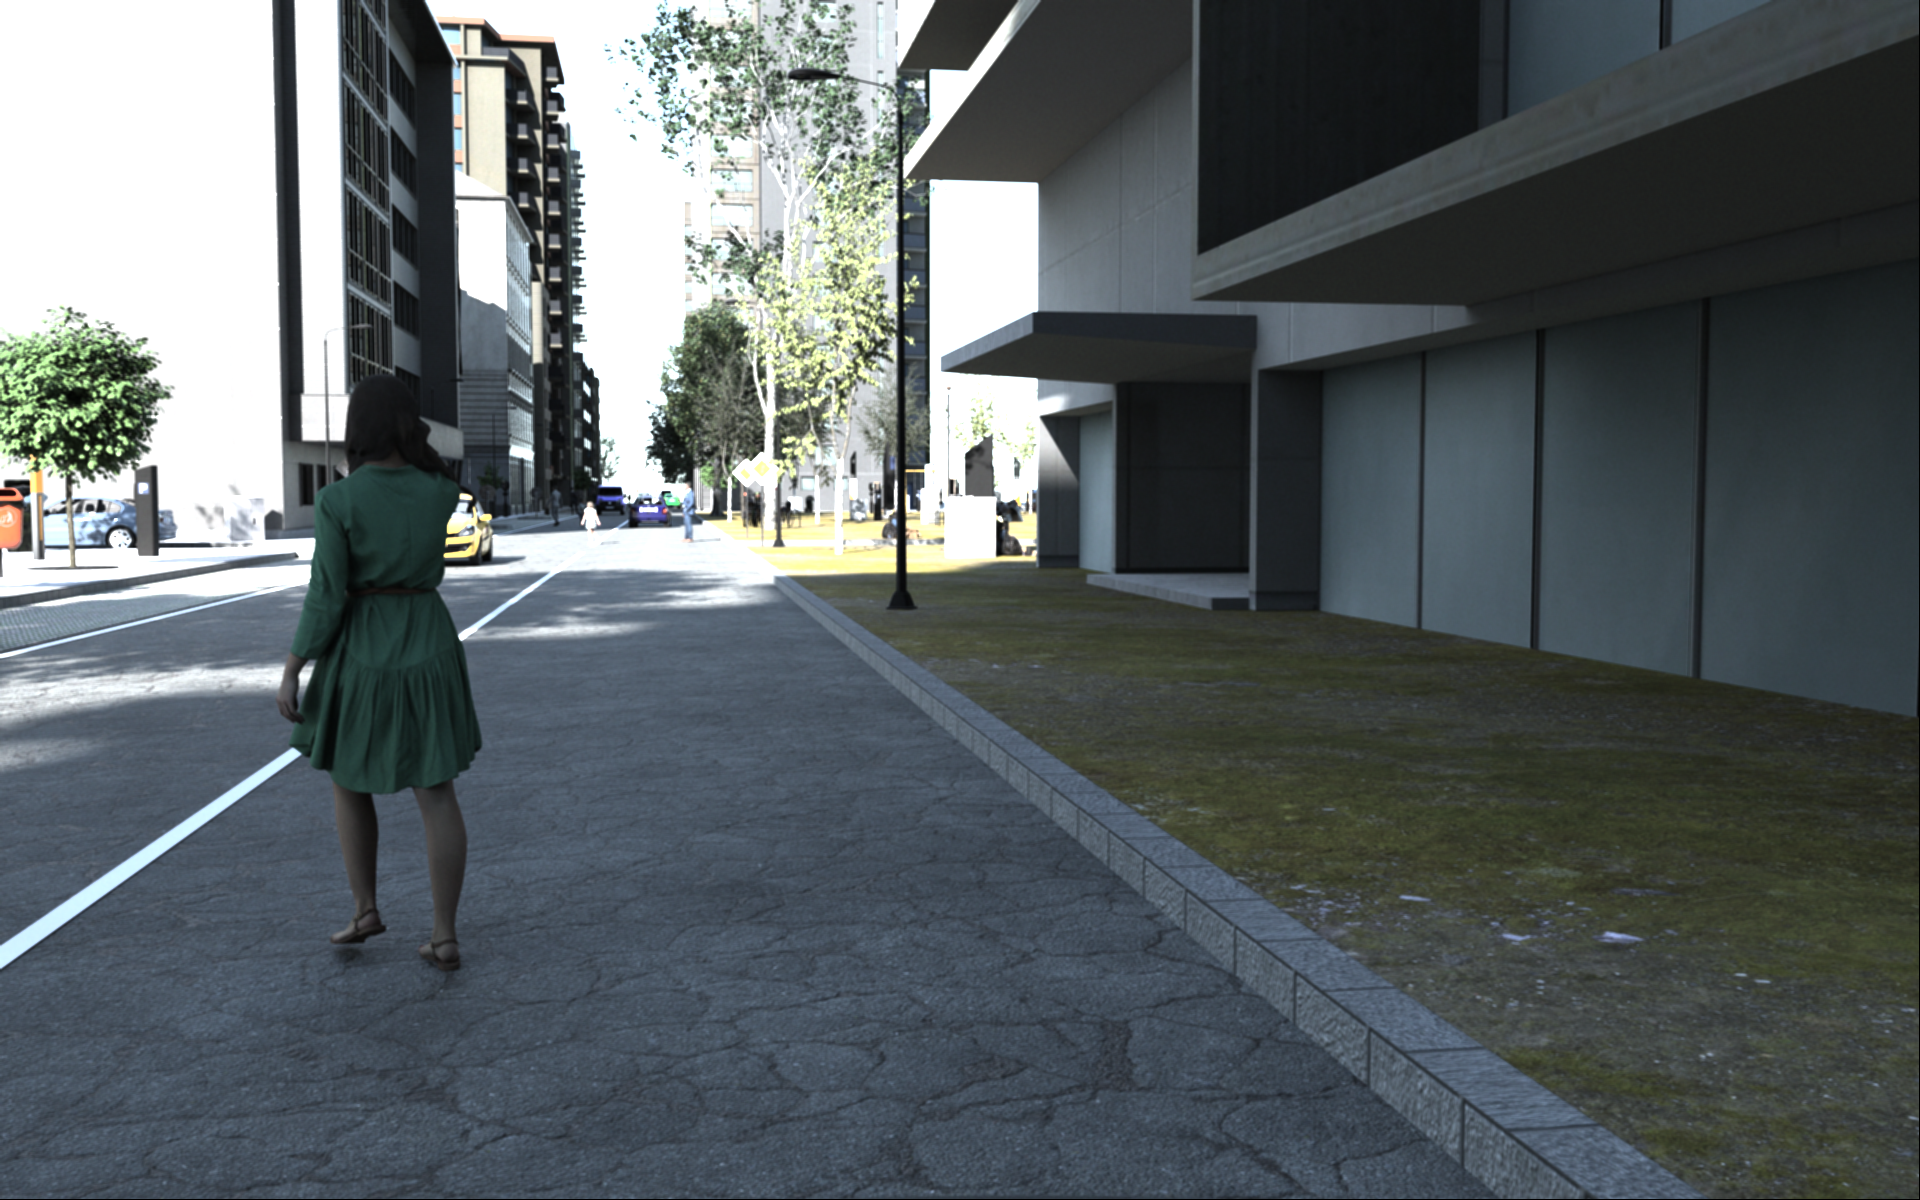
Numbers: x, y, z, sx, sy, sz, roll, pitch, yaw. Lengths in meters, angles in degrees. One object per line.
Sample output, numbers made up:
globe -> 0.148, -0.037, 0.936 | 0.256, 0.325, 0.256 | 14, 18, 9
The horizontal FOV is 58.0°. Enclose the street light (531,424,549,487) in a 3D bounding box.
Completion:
street light -> -28.124, -8.674, 114.360 | 1.470, 5.913, 1.316 | -1, 4, -10

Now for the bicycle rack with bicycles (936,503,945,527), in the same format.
bicycle rack with bicycles -> 0.113, -3.392, 68.845 | 2.852, 0.926, 2.925 | 0, 4, -3

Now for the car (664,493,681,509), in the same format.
car -> -28.099, -9.770, 168.539 | 1.959, 1.807, 4.718 | -1, 4, -11

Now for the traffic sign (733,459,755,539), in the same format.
traffic sign -> -6.087, -2.803, 49.464 | 0.795, 2.450, 0.064 | -1, 4, -10

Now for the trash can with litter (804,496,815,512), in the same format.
trash can with litter -> -10.582, -6.740, 121.584 | 0.624, 1.170, 1.055 | 1, 4, 10

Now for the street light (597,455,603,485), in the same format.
street light -> -43.377, -14.216, 204.977 | 1.470, 5.913, 1.316 | -1, 4, -10

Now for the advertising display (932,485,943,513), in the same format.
advertising display -> -1.532, -6.889, 117.853 | 0.123, 1.923, 0.974 | -3, 5, -42

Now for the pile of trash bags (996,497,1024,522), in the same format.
pile of trash bags -> 1.379, -4.332, 80.572 | 1.912, 1.369, 3.447 | -3, 5, -40

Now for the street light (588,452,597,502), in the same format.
street light -> -40.898, -13.307, 190.115 | 1.470, 5.913, 1.316 | -1, 4, -10

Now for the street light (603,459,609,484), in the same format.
street light -> -47.197, -15.575, 227.185 | 1.470, 5.913, 1.316 | -1, 4, -10

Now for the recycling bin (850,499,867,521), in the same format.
recycling bin -> -4.920, -4.371, 84.013 | 0.722, 1.027, 0.722 | 1, 4, 9

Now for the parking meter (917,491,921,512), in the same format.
parking meter -> -2.962, -7.184, 125.861 | 0.372, 1.533, 0.369 | 0, 3, 0

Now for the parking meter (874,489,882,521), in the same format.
parking meter -> -3.952, -4.578, 83.261 | 0.372, 1.533, 0.369 | 0, 3, 0

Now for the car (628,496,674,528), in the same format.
car -> -13.422, -3.824, 75.106 | 1.945, 1.354, 3.894 | 0, 4, -8

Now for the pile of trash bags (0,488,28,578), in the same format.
pile of trash bags -> -15.571, -0.956, 25.378 | 3.447, 1.369, 1.912 | -3, 5, -41

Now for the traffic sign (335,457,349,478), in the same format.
traffic sign -> -14.020, -2.227, 40.048 | 0.795, 2.450, 0.064 | -1, 4, -10

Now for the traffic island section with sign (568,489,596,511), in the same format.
traffic island section with sign -> -32.054, -8.422, 146.331 | 1.989, 1.847, 2.006 | -1, 4, -10

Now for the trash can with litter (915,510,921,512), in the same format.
trash can with litter -> -2.342, -6.925, 124.285 | 1.678, 1.210, 2.233 | -3, 5, -41

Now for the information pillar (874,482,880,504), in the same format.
information pillar -> -5.242, -6.437, 109.733 | 0.304, 2.012, 0.304 | 3, 4, 38

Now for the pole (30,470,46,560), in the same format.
pole -> -17.848, -2.424, 33.469 | 0.158, 3.312, 0.155 | 0, 3, 0

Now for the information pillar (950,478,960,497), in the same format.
information pillar -> -0.280, -4.625, 80.110 | 0.304, 2.012, 0.304 | 2, 4, 35

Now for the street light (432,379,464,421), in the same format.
street light -> -20.620, -5.943, 69.702 | 1.470, 5.913, 1.316 | -1, 4, -10

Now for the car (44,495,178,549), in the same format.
car -> -22.194, -1.934, 43.623 | 4.499, 1.417, 2.014 | -1, 4, -8

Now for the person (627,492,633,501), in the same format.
person -> -50.290, -15.577, 263.898 | 0.721, 1.735, 1.217 | 2, 4, 32

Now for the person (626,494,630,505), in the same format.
person -> -44.376, -13.448, 231.636 | 0.557, 1.426, 1.065 | 1, 4, 14

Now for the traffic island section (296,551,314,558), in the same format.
traffic island section -> -14.042, -1.090, 40.106 | 2.009, 0.180, 2.903 | -1, 4, -10

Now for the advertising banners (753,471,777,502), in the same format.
advertising banners -> -13.667, -7.733, 122.620 | 2.074, 3.025, 0.090 | 1, 4, 18

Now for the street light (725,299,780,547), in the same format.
street light -> -4.903, -4.219, 41.517 | 1.470, 5.913, 1.316 | -1, 4, -10

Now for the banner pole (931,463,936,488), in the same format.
banner pole -> -1.760, -8.065, 121.882 | 0.401, 3.779, 0.863 | -3, 5, -40

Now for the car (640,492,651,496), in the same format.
car -> -50.418, -16.409, 276.963 | 2.281, 1.827, 5.304 | -1, 4, -11

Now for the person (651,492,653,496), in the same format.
person -> -45.797, -15.150, 256.925 | 0.721, 1.743, 1.217 | 0, 4, -1

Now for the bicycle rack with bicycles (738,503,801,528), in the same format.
bicycle rack with bicycles -> -7.441, -3.280, 67.005 | 2.852, 0.926, 2.925 | 1, 4, 10

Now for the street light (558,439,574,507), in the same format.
street light -> -33.360, -10.578, 145.490 | 1.470, 5.913, 1.316 | -1, 4, -10

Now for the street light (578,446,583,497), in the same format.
street light -> -37.208, -11.948, 167.885 | 1.470, 5.913, 1.316 | -1, 4, -10

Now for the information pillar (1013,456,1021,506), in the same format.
information pillar -> 3.482, -7.032, 106.320 | 0.504, 3.616, 0.183 | -2, 4, -32

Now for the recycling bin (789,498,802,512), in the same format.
recycling bin -> -11.795, -6.818, 124.033 | 0.722, 1.027, 0.722 | 1, 4, 20

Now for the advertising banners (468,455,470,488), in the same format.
advertising banners -> -21.739, -4.926, 76.725 | 0.090, 3.025, 2.074 | -1, 4, -16

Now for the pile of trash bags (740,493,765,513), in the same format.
pile of trash bags -> -14.205, -6.715, 119.543 | 1.912, 1.369, 3.447 | -3, 4, -37

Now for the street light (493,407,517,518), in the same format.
street light -> -24.226, -7.316, 92.165 | 1.470, 5.913, 1.316 | -1, 4, -10

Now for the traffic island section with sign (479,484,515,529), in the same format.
traffic island section with sign -> -19.222, -3.788, 70.561 | 1.989, 1.847, 2.006 | -1, 4, -10

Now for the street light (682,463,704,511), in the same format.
street light -> -20.165, -9.716, 131.391 | 1.470, 5.913, 1.316 | -1, 4, -10

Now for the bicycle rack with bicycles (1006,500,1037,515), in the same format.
bicycle rack with bicycles -> 3.320, -5.794, 108.119 | 2.852, 0.926, 2.925 | -2, 4, -35

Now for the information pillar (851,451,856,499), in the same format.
information pillar -> -5.794, -6.293, 94.252 | 0.183, 3.616, 0.504 | -2, 4, -32

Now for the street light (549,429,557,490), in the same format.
street light -> -29.598, -9.219, 123.272 | 1.470, 5.913, 1.316 | -1, 4, -10

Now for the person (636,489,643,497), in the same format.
person -> -21.831, -6.661, 117.762 | 0.721, 1.781, 0.623 | -2, 4, -32

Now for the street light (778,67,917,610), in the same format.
street light -> -1.190, -2.849, 19.127 | 1.470, 5.913, 1.316 | -1, 4, -10

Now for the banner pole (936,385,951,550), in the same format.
banner pole -> -0.272, -3.065, 40.135 | 0.401, 3.779, 0.863 | 0, 4, -3

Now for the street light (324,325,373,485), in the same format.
street light -> -16.782, -4.584, 47.497 | 1.470, 5.913, 1.316 | -1, 4, -10

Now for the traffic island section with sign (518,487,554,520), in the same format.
traffic island section with sign -> -23.708, -5.414, 97.141 | 1.989, 1.847, 2.006 | -1, 4, -10

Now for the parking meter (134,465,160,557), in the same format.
parking meter -> -16.655, -1.820, 35.461 | 0.399, 1.863, 0.255 | 0, 4, 4

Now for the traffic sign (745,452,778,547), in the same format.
traffic sign -> -4.754, -2.321, 41.590 | 0.795, 2.450, 0.064 | -1, 4, -10

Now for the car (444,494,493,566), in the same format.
car -> -10.615, -1.551, 35.587 | 2.015, 1.641, 3.980 | -1, 4, -10
